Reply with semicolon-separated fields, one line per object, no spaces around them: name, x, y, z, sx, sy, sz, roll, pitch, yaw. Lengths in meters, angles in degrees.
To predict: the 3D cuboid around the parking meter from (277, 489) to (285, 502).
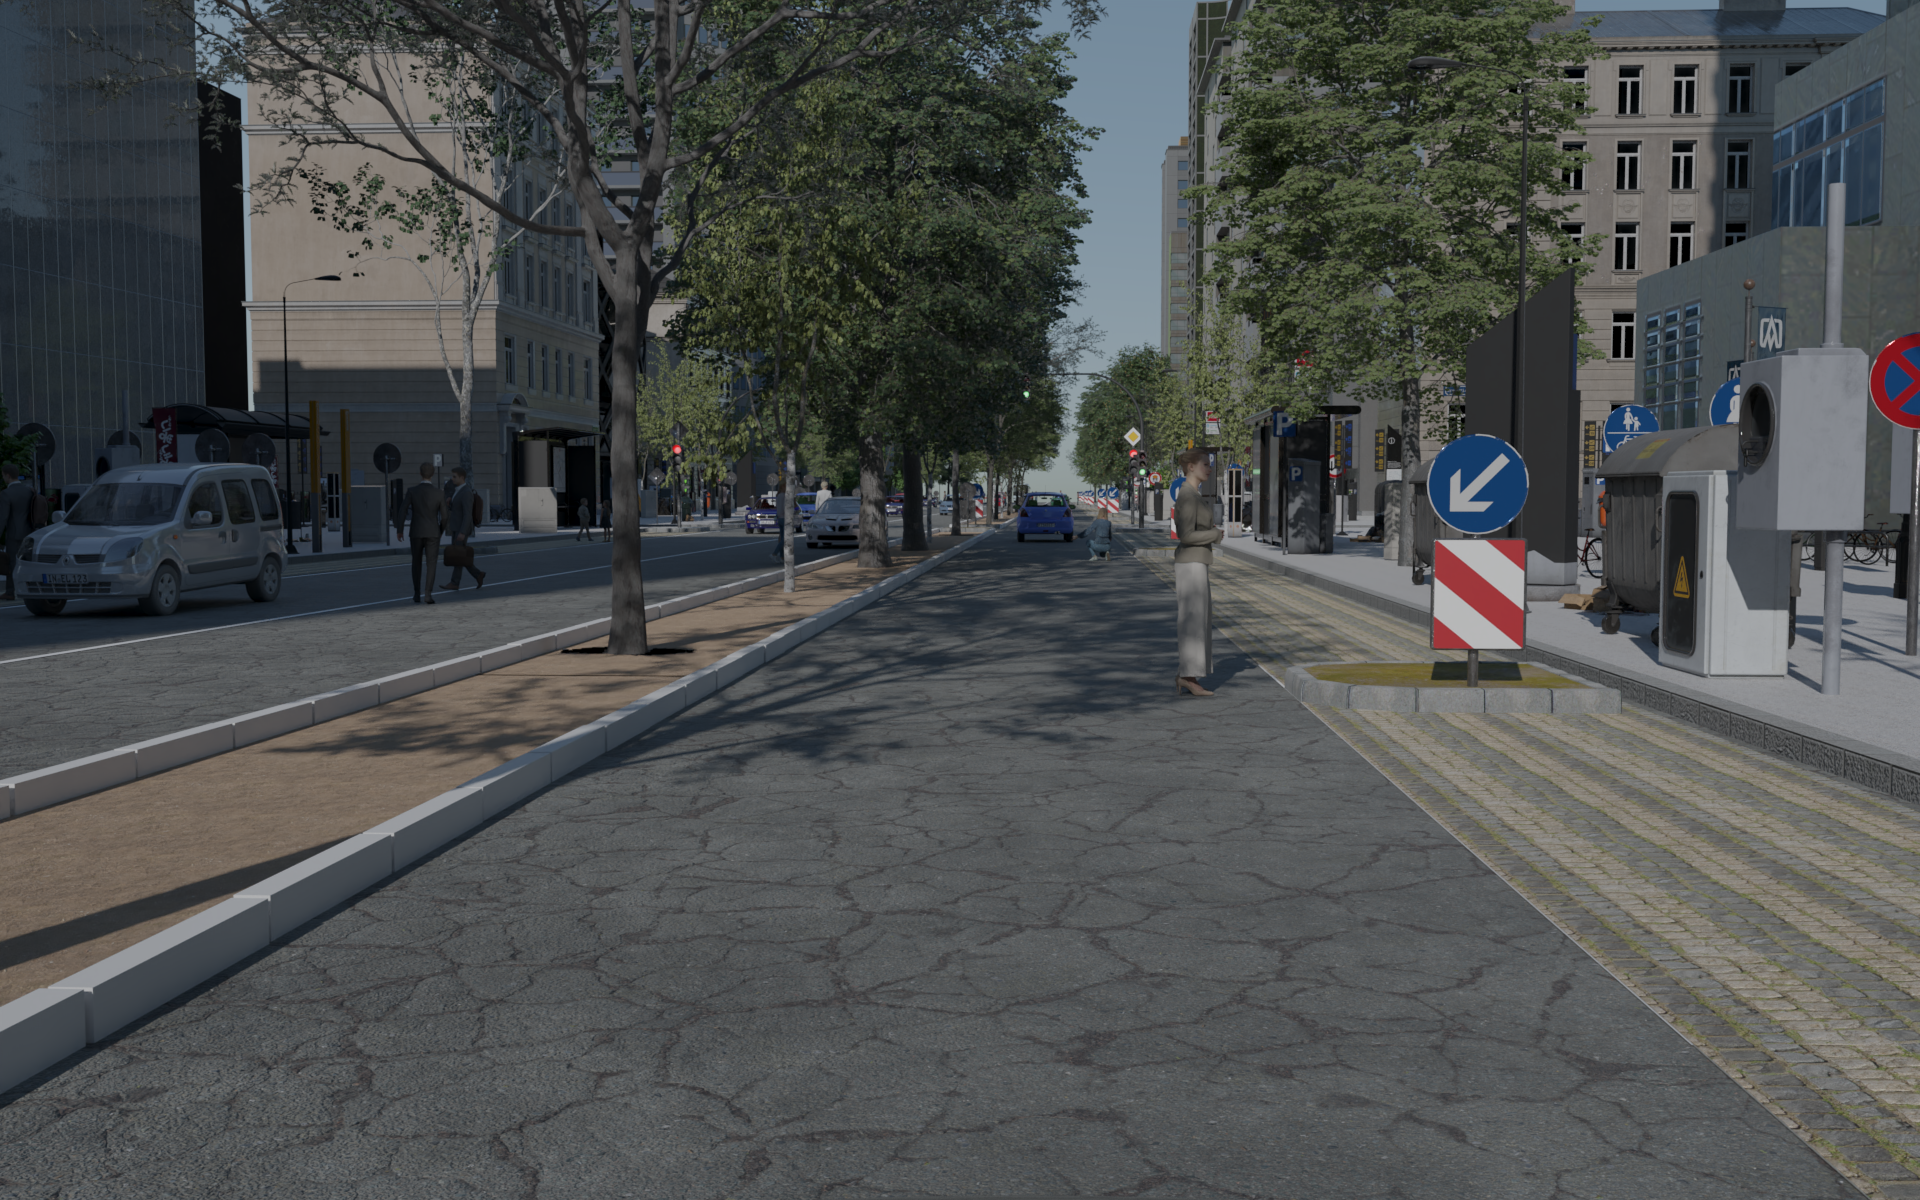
parking meter;-32.174;-4.507;82.096;0.372;1.533;0.369;0;3;0

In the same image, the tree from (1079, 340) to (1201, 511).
tree;13.625;-12.960;128.900;9.611;12.733;9.660;0;3;0

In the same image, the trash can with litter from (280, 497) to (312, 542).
trash can with litter;-18.301;-2.156;46.307;2.233;1.210;1.678;-1;4;-18

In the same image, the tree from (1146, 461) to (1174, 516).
tree;11.701;-6.484;100.607;1.663;3.219;1.824;0;3;0

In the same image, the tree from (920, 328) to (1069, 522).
tree;1.613;-10.189;87.179;7.486;12.596;7.792;0;3;0

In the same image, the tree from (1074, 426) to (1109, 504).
tree;19.499;-19.824;242.254;7.486;12.596;7.792;0;3;0

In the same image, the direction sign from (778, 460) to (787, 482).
direction sign;-11.856;-7.572;115.804;0.379;3.537;0.876;-3;5;-45

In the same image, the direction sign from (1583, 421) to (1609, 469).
direction sign;19.788;-3.774;53.700;0.876;3.537;0.379;1;4;18

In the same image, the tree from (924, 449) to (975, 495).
tree;-1.752;-21.420;267.226;9.611;12.733;9.660;0;3;0

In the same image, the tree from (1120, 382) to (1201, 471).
tree;12.659;-9.900;112.226;4.360;8.622;3.978;0;3;0

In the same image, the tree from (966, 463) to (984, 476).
tree;0.807;-22.865;299.594;9.928;11.665;9.643;0;3;0

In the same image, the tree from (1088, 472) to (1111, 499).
tree;17.740;-16.609;205.966;7.601;10.594;8.767;2;4;24

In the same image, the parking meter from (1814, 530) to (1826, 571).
parking meter;14.501;-1.420;28.926;0.399;1.863;0.255;0;4;1

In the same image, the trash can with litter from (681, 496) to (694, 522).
trash can with litter;-12.632;-4.240;80.715;0.624;1.170;1.055;-2;4;-27

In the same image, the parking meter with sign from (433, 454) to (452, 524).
parking meter with sign;-22.152;-4.865;75.796;0.543;3.016;1.738;2;4;32

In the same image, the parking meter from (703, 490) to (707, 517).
parking meter;-14.487;-5.481;98.022;0.372;1.533;0.369;0;3;0

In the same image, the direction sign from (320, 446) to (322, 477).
direction sign;-30.192;-5.461;81.278;0.876;3.537;0.379;2;4;35

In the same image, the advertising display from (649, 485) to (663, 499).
advertising display;-21.887;-7.301;124.589;0.974;1.923;0.123;-1;4;-14

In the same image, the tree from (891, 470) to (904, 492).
tree;-5.918;-12.640;190.377;4.285;4.588;4.351;0;3;0

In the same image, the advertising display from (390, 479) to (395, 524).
advertising display;-24.473;-4.287;75.305;0.123;1.923;0.974;0;4;8

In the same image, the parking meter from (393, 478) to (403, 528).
parking meter;-21.104;-3.629;65.052;0.255;1.863;0.399;-3;5;-41

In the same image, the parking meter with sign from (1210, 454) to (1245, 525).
parking meter with sign;11.416;-4.624;71.859;1.738;3.016;0.543;0;4;1

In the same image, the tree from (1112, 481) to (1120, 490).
tree;15.471;-10.406;164.741;1.663;3.219;1.824;0;3;0

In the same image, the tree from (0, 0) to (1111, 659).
tree;-3.001;-6.265;15.264;12.009;13.543;11.850;0;3;0

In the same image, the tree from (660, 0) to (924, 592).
tree;-2.499;-4.422;25.117;4.737;8.622;4.395;0;3;0

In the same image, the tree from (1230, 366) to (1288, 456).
tree;18.235;-9.150;99.971;4.360;8.622;3.978;0;3;0

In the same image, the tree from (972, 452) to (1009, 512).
tree;-0.923;-5.983;50.643;4.737;8.622;4.395;0;3;0

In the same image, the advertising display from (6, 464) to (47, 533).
advertising display;-17.363;-1.635;31.947;0.974;1.923;0.123;0;4;2

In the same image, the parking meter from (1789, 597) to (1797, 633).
parking meter;7.382;-0.445;15.684;0.372;1.533;0.369;0;3;0

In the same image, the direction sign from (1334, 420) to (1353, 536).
direction sign;11.802;-3.755;53.386;0.379;3.537;0.876;-2;4;-24

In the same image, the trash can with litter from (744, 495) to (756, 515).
trash can with litter;-12.299;-5.655;103.510;1.678;1.210;2.233;-3;4;-38

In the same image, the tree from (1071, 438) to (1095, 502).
tree;21.447;-21.332;274.534;9.928;11.665;9.643;0;3;0

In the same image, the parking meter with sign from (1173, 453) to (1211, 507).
parking meter with sign;10.075;-4.814;74.971;1.738;3.016;0.543;2;4;32

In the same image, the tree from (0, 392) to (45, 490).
tree;-15.778;-2.064;28.345;1.663;3.219;1.824;0;3;0

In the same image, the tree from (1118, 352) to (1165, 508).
tree;14.595;-15.179;154.827;9.857;13.997;8.962;0;3;0

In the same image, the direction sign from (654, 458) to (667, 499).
direction sign;-18.837;-7.150;108.899;0.876;3.537;0.379;-3;5;-40

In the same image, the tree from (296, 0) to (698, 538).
tree;-13.812;-11.988;51.898;12.611;20.169;13.585;0;3;0

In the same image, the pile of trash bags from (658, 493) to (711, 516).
pile of trash bags;-16.712;-5.781;104.270;3.447;1.369;1.912;-1;4;-11

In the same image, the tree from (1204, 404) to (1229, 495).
tree;20.647;-11.409;136.894;4.360;8.622;3.978;0;3;0

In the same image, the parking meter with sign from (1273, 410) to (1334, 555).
parking meter with sign;7.364;-2.486;36.913;0.543;3.016;1.738;3;5;42

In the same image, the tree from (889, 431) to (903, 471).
tree;-4.557;-18.439;219.600;7.486;12.596;7.792;0;3;0

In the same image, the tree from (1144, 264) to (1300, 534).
tree;8.681;-6.421;55.350;4.737;8.622;4.395;0;3;0

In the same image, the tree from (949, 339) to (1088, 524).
tree;1.286;-8.731;79.617;8.767;10.594;7.601;0;4;3

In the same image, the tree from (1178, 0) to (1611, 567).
tree;7.582;-6.869;30.439;7.486;12.596;7.792;0;3;0

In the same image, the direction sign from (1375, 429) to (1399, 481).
direction sign;14.894;-4.190;60.496;0.876;3.537;0.379;3;4;37

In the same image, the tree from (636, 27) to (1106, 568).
tree;-1.657;-7.588;33.173;9.857;13.997;8.962;0;3;0

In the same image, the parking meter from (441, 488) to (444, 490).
parking meter;-19.362;-3.476;65.237;0.372;1.533;0.369;0;3;0

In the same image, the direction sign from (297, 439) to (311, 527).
direction sign;-25.461;-4.593;67.086;0.379;3.537;0.876;-3;5;-42

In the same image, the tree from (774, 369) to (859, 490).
tree;-10.241;-12.930;129.528;7.486;12.596;7.792;0;3;0

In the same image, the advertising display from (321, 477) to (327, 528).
advertising display;-24.253;-3.702;65.747;0.123;1.923;0.974;1;4;19

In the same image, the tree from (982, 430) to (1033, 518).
tree;2.504;-9.175;102.838;4.360;8.622;3.978;0;3;0

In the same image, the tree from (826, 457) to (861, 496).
tree;-9.256;-9.621;141.012;4.285;4.588;4.351;0;3;0

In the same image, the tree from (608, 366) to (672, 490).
tree;-18.384;-9.136;99.731;4.360;8.622;3.978;0;3;0

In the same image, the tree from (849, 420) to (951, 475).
tree;-7.274;-14.473;162.390;9.928;11.665;9.643;0;3;0

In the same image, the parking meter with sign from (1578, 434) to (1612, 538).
parking meter with sign;18.676;-3.345;50.957;0.543;3.016;1.738;-1;4;-10
